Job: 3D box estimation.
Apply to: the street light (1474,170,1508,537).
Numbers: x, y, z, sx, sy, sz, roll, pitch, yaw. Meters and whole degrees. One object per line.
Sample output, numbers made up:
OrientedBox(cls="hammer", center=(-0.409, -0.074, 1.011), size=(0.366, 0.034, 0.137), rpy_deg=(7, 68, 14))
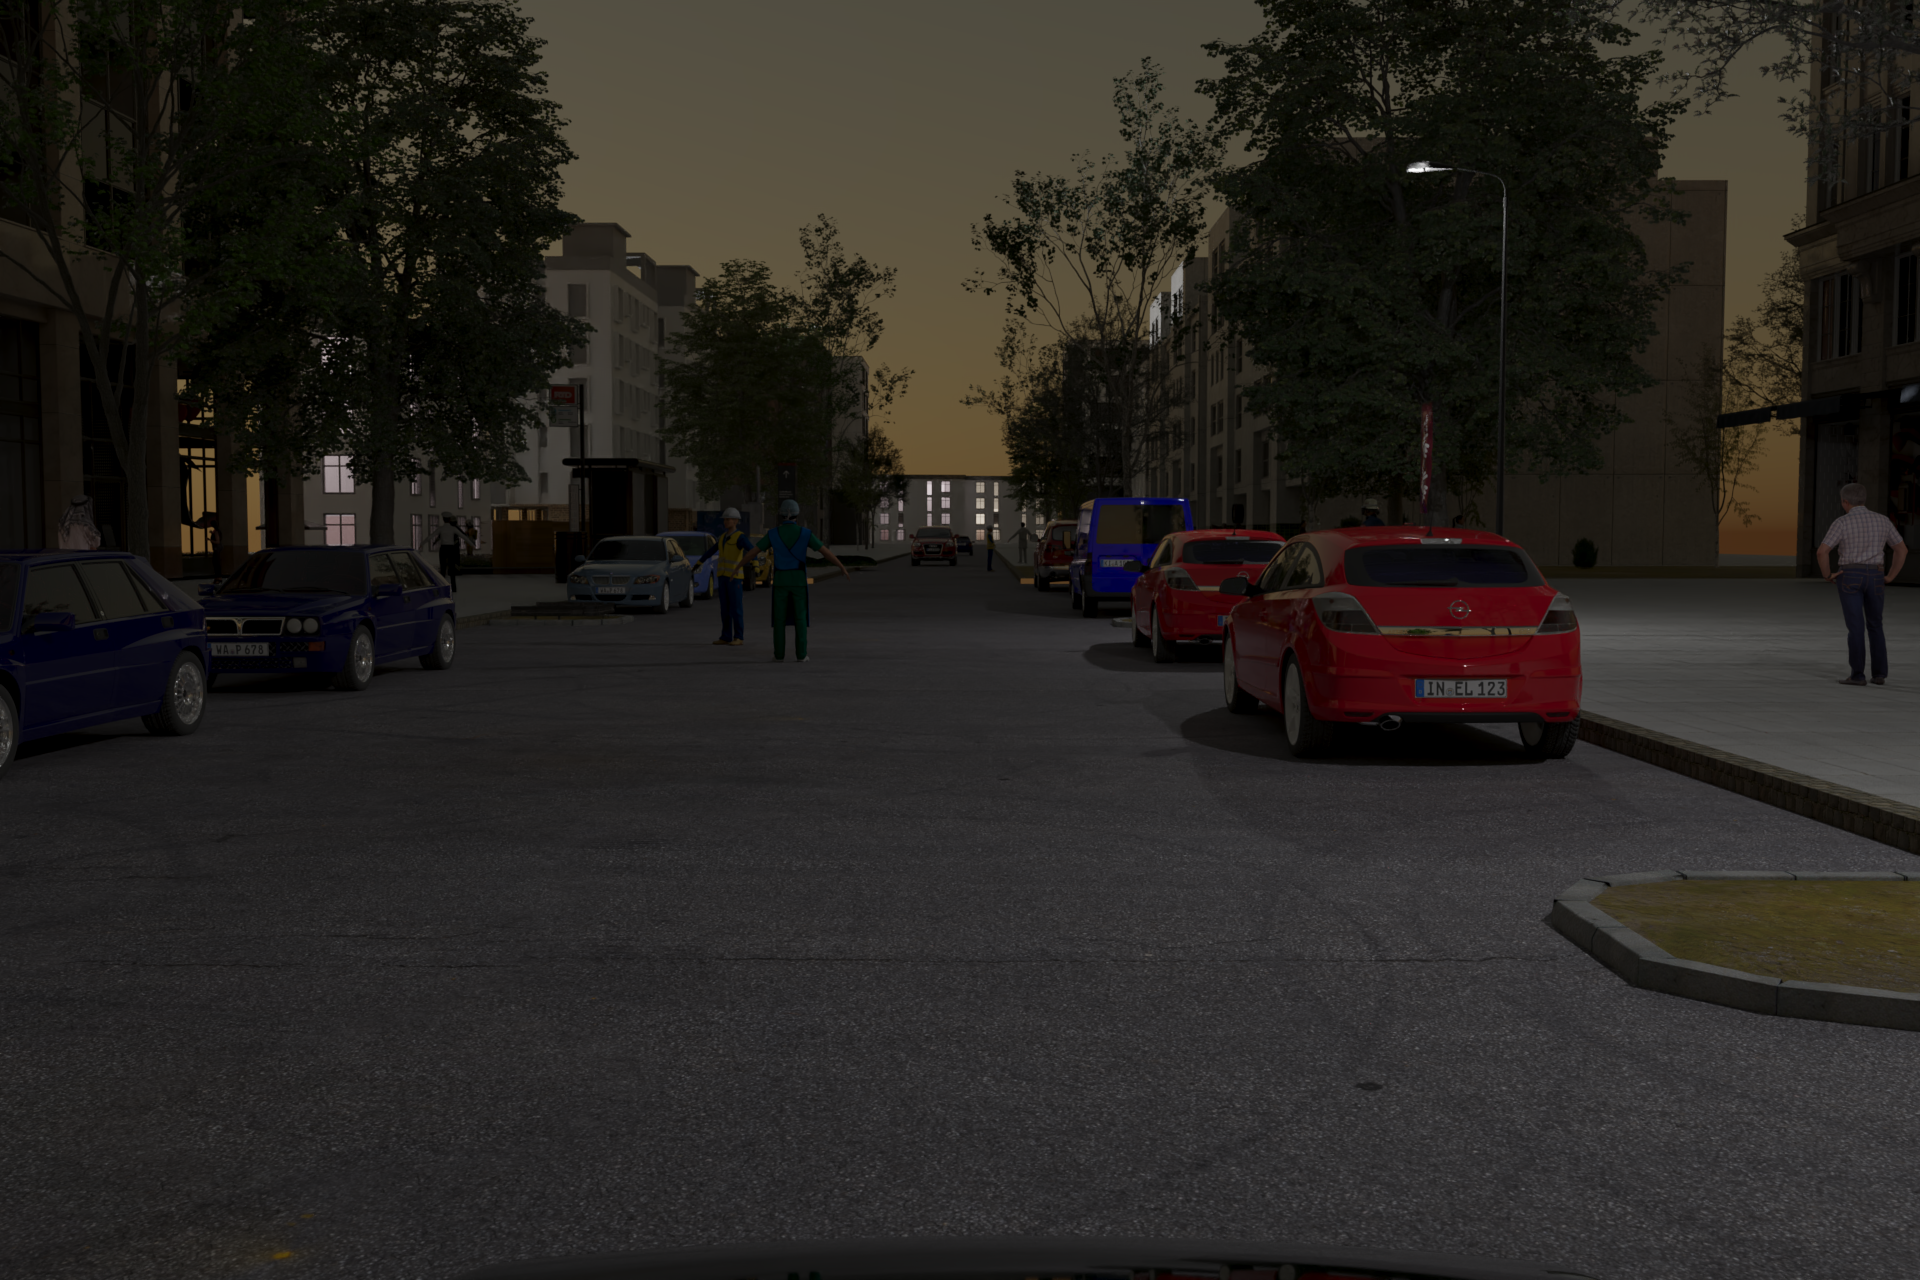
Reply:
OrientedBox(cls="street light", center=(7.341, -3.007, 21.706), size=(1.470, 5.913, 1.316), rpy_deg=(0, 4, 1))

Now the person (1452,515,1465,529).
OrientedBox(cls="person", center=(11.826, -2.072, 40.708), size=(0.721, 1.735, 1.217), rpy_deg=(1, 4, 12))

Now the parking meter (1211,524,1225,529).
OrientedBox(cls="parking meter", center=(6.700, -2.235, 44.952), size=(0.372, 1.533, 0.369), rpy_deg=(0, 3, 0))

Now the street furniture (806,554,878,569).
OrientedBox(cls="street furniture", center=(-8.322, -3.148, 67.091), size=(10.072, 0.657, 5.734), rpy_deg=(0, 4, 3))

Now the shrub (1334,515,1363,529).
OrientedBox(cls="shrub", center=(14.296, -3.594, 63.176), size=(1.690, 2.028, 1.600), rpy_deg=(0, 3, 0))

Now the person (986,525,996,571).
OrientedBox(cls="person", center=(1.234, -3.518, 66.443), size=(0.721, 1.772, 1.216), rpy_deg=(0, 4, -6))

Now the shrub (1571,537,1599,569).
OrientedBox(cls="shrub", center=(22.856, -3.195, 63.358), size=(1.383, 1.207, 1.383), rpy_deg=(0, 3, 0))

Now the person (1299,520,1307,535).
OrientedBox(cls="person", center=(13.127, -3.666, 66.082), size=(0.704, 1.812, 1.346), rpy_deg=(0, 4, 6))

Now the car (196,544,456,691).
OrientedBox(cls="car", center=(-6.281, -0.271, 17.017), size=(1.945, 1.354, 3.894), rpy_deg=(0, 4, 1))

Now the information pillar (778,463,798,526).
OrientedBox(cls="information pillar", center=(-6.301, -4.527, 63.389), size=(0.750, 3.857, 0.750), rpy_deg=(0, 4, 2))

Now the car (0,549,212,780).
OrientedBox(cls="car", center=(-6.351, 0.094, 11.042), size=(1.945, 1.354, 3.894), rpy_deg=(0, 4, 1))

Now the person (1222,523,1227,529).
OrientedBox(cls="person", center=(12.577, -4.661, 82.338), size=(1.348, 1.813, 0.705), rpy_deg=(-3, 4, -36))

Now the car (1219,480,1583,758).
OrientedBox(cls="car", center=(3.026, -0.216, 12.572), size=(2.155, 1.783, 4.494), rpy_deg=(0, 4, 0))

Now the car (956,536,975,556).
OrientedBox(cls="car", center=(0.018, -6.311, 115.768), size=(1.945, 1.354, 3.894), rpy_deg=(0, 4, 0))

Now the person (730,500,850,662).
OrientedBox(cls="person", center=(-1.906, -0.663, 19.422), size=(1.347, 1.817, 0.704), rpy_deg=(0, 4, -5))

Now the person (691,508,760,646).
OrientedBox(cls="person", center=(-3.010, -0.819, 22.320), size=(1.216, 1.772, 0.721), rpy_deg=(3, 4, 39))

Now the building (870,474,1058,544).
OrientedBox(cls="building", center=(0.109, -18.378, 245.085), size=(28.070, 9.664, 9.099), rpy_deg=(0, 4, -8))

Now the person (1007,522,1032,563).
OrientedBox(cls="person", center=(2.744, -4.268, 75.966), size=(1.347, 1.806, 0.705), rpy_deg=(-1, 4, -19))

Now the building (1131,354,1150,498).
OrientedBox(cls="building", center=(22.822, -19.674, 178.087), size=(16.016, 20.090, 11.380), rpy_deg=(0, 4, 1))

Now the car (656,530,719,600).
OrientedBox(cls="car", center=(-6.210, -1.786, 38.786), size=(1.945, 1.707, 3.694), rpy_deg=(0, 4, 1))

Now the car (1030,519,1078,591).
OrientedBox(cls="car", center=(2.968, -2.211, 44.823), size=(2.281, 1.827, 5.304), rpy_deg=(0, 4, 1))

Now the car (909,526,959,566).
OrientedBox(cls="car", center=(-1.162, -4.318, 79.277), size=(2.281, 1.827, 5.304), rpy_deg=(0, 4, 1))

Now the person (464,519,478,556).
OrientedBox(cls="person", center=(-18.901, -3.726, 66.694), size=(0.705, 1.858, 1.354), rpy_deg=(-2, 4, -24))

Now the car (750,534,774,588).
OrientedBox(cls="car", center=(-5.895, -2.277, 47.455), size=(2.015, 1.641, 3.980), rpy_deg=(0, 4, 0))

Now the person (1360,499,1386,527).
OrientedBox(cls="person", center=(6.550, -1.339, 27.766), size=(1.351, 1.845, 0.704), rpy_deg=(-3, 5, -43))

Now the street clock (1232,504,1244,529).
OrientedBox(cls="street clock", center=(6.620, -2.246, 41.298), size=(0.358, 2.002, 0.471), rpy_deg=(0, 4, 0))

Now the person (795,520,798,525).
OrientedBox(cls="person", center=(-5.053, -2.874, 53.792), size=(0.721, 1.733, 1.217), rpy_deg=(-2, 4, -30))

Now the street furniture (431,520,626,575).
OrientedBox(cls="street furniture", center=(-14.950, -3.203, 59.227), size=(11.010, 1.723, 9.812), rpy_deg=(-1, 4, -19))

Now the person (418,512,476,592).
OrientedBox(cls="person", center=(-11.297, -1.938, 38.148), size=(1.216, 1.778, 0.721), rpy_deg=(-1, 4, -18))

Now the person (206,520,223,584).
OrientedBox(cls="person", center=(-19.035, -2.243, 44.188), size=(0.593, 1.643, 0.415), rpy_deg=(2, 4, 33))

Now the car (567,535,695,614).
OrientedBox(cls="car", center=(-6.091, -1.250, 32.442), size=(2.014, 1.417, 4.499), rpy_deg=(0, 4, 0))

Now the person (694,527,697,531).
OrientedBox(cls="person", center=(-7.667, -2.769, 51.200), size=(1.347, 1.837, 0.705), rpy_deg=(3, 4, 36))

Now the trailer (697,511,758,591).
OrientedBox(cls="trailer", center=(-5.937, -2.201, 43.033), size=(1.471, 1.999, 3.904), rpy_deg=(0, 4, 0))

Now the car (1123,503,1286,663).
OrientedBox(cls="car", center=(3.063, -0.711, 20.663), size=(2.155, 1.783, 4.494), rpy_deg=(0, 4, 1))

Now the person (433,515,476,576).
OrientedBox(cls="person", center=(-15.539, -2.898, 53.162), size=(1.354, 1.856, 0.705), rpy_deg=(0, 4, 3))

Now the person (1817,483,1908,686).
OrientedBox(cls="person", center=(7.620, -0.474, 14.725), size=(0.756, 1.711, 0.436), rpy_deg=(0, 4, 7))

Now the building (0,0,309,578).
OrientedBox(cls="building", center=(-32.112, -16.568, 37.109), size=(22.709, 31.103, 35.509), rpy_deg=(0, 4, 1))

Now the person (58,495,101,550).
OrientedBox(cls="person", center=(-10.327, -0.833, 20.330), size=(0.551, 1.740, 0.621), rpy_deg=(1, 4, 11))

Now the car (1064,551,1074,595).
OrientedBox(cls="car", center=(3.418, -1.827, 39.653), size=(2.009, 1.686, 4.222), rpy_deg=(0, 4, 1))
